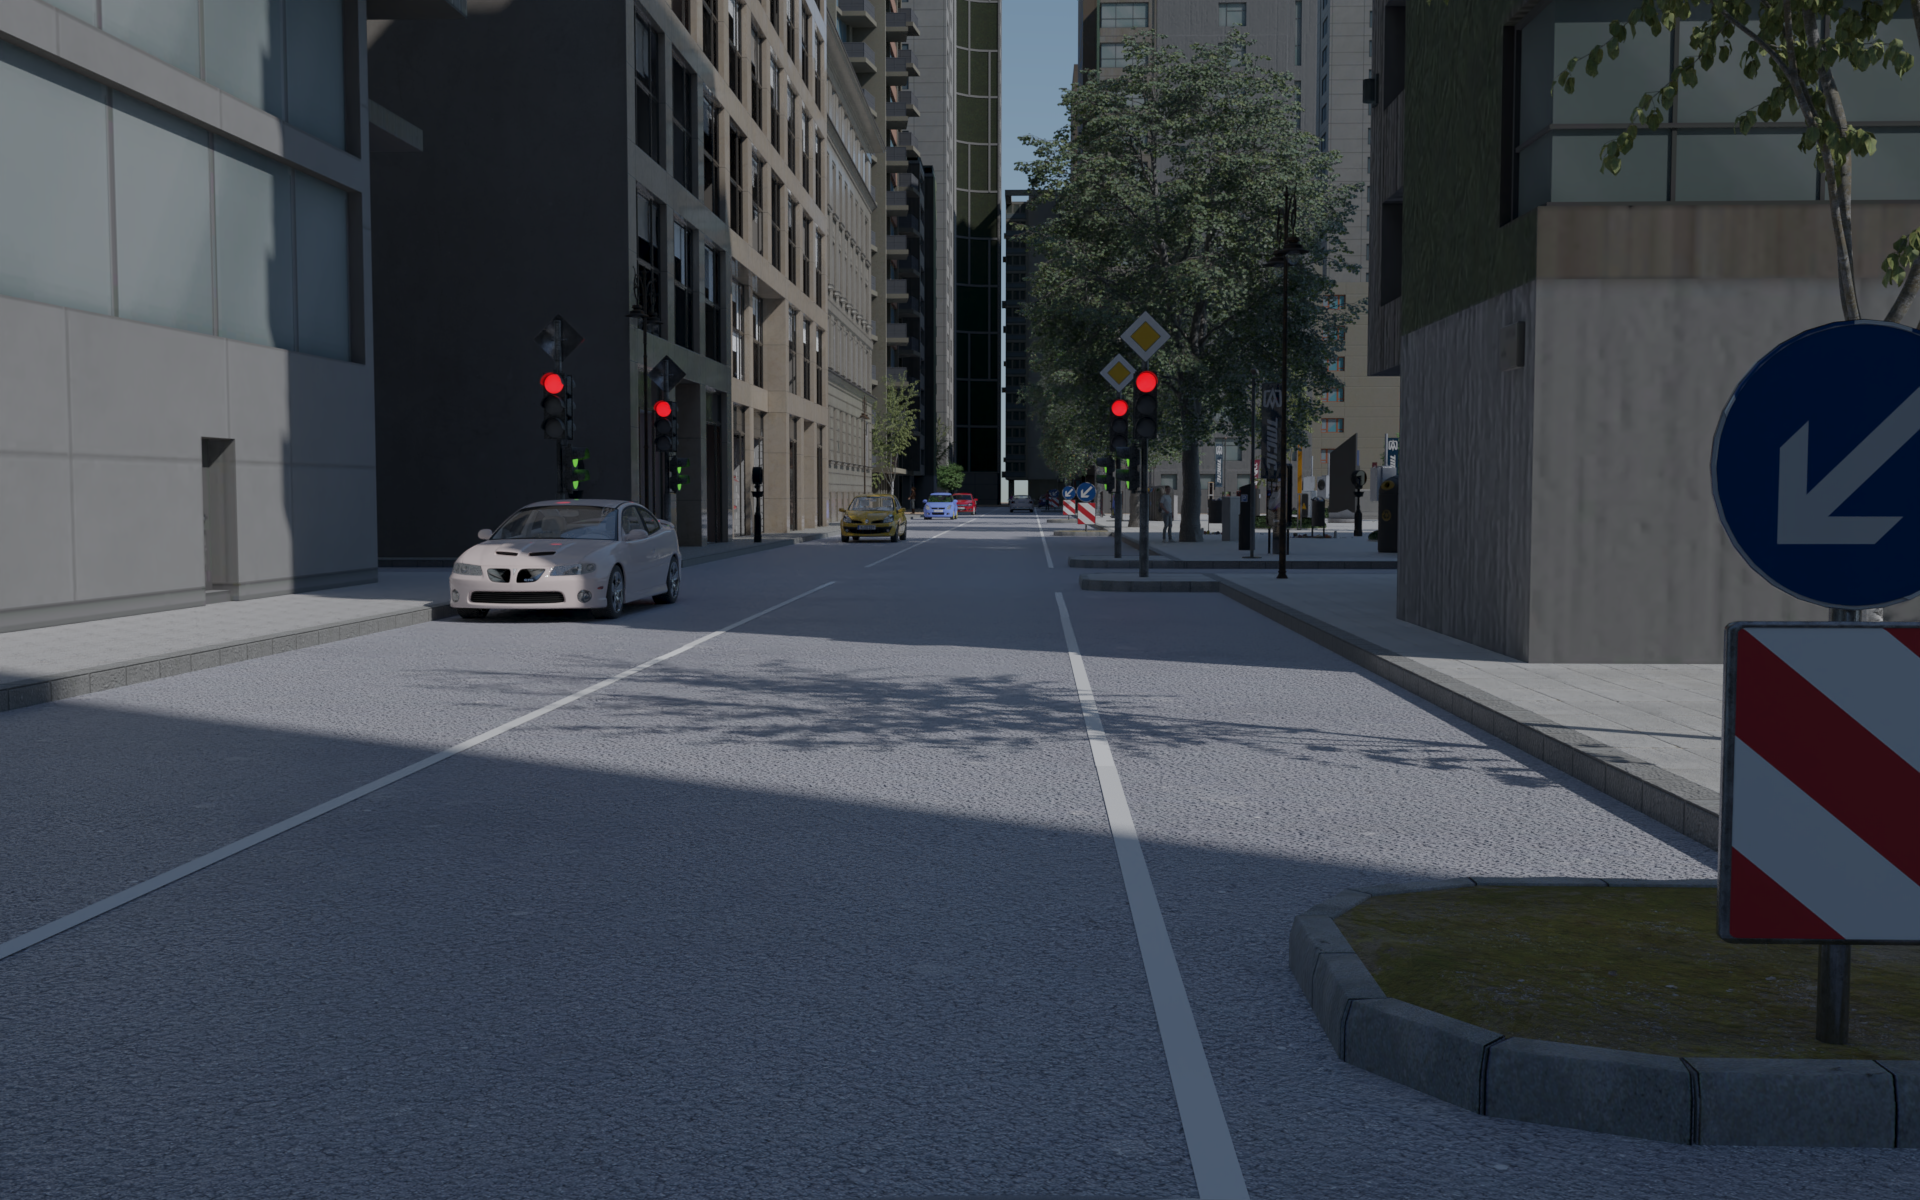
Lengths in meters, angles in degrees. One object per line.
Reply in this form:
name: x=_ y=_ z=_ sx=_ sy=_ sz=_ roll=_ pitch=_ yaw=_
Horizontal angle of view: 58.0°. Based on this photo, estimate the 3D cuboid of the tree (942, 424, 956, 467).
tree: x=-2.531 y=-12.707 z=158.115 sx=4.737 sy=8.622 sz=4.395 roll=0 pitch=3 yaw=0

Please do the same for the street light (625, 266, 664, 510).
street light: x=-6.393 y=-3.820 z=35.251 sx=0.468 sy=5.910 sz=1.993 roll=0 pitch=4 yaw=2

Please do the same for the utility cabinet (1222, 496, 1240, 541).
utility cabinet: x=7.629 y=-2.235 z=47.700 sx=1.020 sy=1.237 sz=0.306 roll=-3 pitch=5 yaw=-45

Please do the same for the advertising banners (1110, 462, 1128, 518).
advertising banners: x=8.477 y=-5.832 z=91.546 sx=0.090 sy=3.025 sz=2.074 roll=-2 pitch=4 yaw=-25

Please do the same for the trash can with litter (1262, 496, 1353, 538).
trash can with litter: x=10.322 y=-2.429 z=50.765 sx=1.678 sy=1.210 sz=2.233 roll=-2 pitch=4 yaw=-29

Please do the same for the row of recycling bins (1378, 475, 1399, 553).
row of recycling bins: x=9.774 y=-1.805 z=36.632 sx=1.069 sy=1.692 sz=3.534 roll=0 pitch=4 yaw=-5

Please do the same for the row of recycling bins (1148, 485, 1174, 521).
row of recycling bins: x=9.554 y=-4.642 z=83.010 sx=1.069 sy=1.692 sz=3.534 roll=0 pitch=4 yaw=-5

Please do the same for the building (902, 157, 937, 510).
building: x=-9.344 y=-22.901 z=146.132 sx=14.160 sy=30.474 sz=14.107 roll=0 pitch=4 yaw=2

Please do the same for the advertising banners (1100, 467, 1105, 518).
advertising banners: x=7.788 y=-6.038 z=94.902 sx=0.090 sy=3.025 sz=2.074 roll=0 pitch=4 yaw=0

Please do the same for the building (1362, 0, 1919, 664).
building: x=11.599 y=-15.109 z=18.731 sx=14.160 sy=30.474 sz=14.107 roll=0 pitch=4 yaw=2

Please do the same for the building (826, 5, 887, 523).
building: x=-12.791 y=-15.305 z=83.526 sx=16.112 sy=22.955 sz=30.059 roll=0 pitch=4 yaw=2

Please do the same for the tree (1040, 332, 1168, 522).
tree: x=7.304 y=-9.493 z=80.972 sx=9.928 sy=11.665 sz=9.643 roll=0 pitch=3 yaw=0

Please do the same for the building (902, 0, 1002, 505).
building: x=-5.551 y=-46.738 z=202.420 sx=20.611 sy=71.187 sz=20.563 roll=0 pitch=4 yaw=2

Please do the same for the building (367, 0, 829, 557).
building: x=-15.505 y=-15.103 z=51.458 sx=19.350 sy=26.468 sz=34.151 roll=0 pitch=4 yaw=2

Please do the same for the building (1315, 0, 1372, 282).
building: x=45.404 y=-44.945 z=173.101 sx=20.611 sy=71.187 sz=20.563 roll=0 pitch=4 yaw=2

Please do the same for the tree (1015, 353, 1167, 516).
tree: x=8.083 y=-11.288 z=101.568 sx=9.611 sy=12.733 sz=9.660 roll=0 pitch=3 yaw=0

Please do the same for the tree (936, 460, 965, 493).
tree: x=-1.037 y=-10.987 z=163.354 sx=4.285 sy=4.588 sz=4.351 roll=0 pitch=3 yaw=0

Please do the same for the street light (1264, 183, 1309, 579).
street light: x=4.897 y=-3.263 z=26.138 sx=0.468 sy=5.910 sz=1.993 roll=0 pitch=4 yaw=2

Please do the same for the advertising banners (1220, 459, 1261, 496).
advertising banners: x=14.112 y=-5.563 z=87.144 sx=2.074 sy=3.025 sz=0.090 roll=0 pitch=4 yaw=-8

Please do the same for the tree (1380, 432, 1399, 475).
tree: x=21.482 y=-6.035 z=82.389 sx=4.285 sy=4.588 sz=4.351 roll=0 pitch=3 yaw=0

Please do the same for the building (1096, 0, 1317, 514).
building: x=16.272 y=-26.589 z=118.324 sx=14.154 sy=41.232 sz=14.086 roll=0 pitch=4 yaw=2

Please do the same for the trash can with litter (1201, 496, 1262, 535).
trash can with litter: x=8.498 y=-2.682 z=54.905 sx=2.233 sy=1.210 sz=1.678 roll=1 pitch=4 yaw=19

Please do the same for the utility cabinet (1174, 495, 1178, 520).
utility cabinet: x=10.453 y=-4.638 z=86.987 sx=1.020 sy=1.237 sz=0.306 roll=-2 pitch=4 yaw=-32

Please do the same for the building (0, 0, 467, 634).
building: x=-21.125 y=-25.915 z=12.958 sx=27.495 sy=52.752 sz=28.713 roll=0 pitch=4 yaw=2

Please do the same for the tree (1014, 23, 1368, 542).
tree: x=6.108 y=-8.534 z=46.189 sx=9.857 sy=13.997 sz=8.962 roll=0 pitch=3 yaw=0

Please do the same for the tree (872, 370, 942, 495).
tree: x=-4.176 y=-9.342 z=103.110 sx=4.737 sy=8.622 sz=4.395 roll=0 pitch=3 yaw=0

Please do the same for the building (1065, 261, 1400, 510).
building: x=23.616 y=-19.035 z=156.265 sx=27.650 sy=21.520 sz=28.899 roll=0 pitch=4 yaw=2

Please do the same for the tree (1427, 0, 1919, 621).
tree: x=4.318 y=-3.545 z=8.327 sx=4.737 sy=8.622 sz=4.395 roll=0 pitch=3 yaw=0

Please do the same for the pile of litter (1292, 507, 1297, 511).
pile of litter: x=20.602 y=-5.794 z=108.693 sx=1.719 sy=0.858 sz=1.176 roll=2 pitch=4 yaw=24

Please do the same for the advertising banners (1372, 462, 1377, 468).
advertising banners: x=22.477 y=-6.086 z=95.698 sx=0.090 sy=3.025 sz=2.074 roll=-1 pitch=4 yaw=-18

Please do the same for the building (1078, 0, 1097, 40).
building: x=16.085 y=-29.529 z=132.907 sx=14.600 sy=45.320 sz=14.200 roll=0 pitch=4 yaw=2

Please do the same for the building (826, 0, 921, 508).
building: x=-14.374 y=-28.735 z=124.436 sx=22.147 sy=44.769 sz=28.867 roll=0 pitch=4 yaw=2

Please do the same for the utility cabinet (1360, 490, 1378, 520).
utility cabinet: x=20.438 y=-4.729 z=85.996 sx=1.173 sy=1.500 sz=0.318 roll=1 pitch=4 yaw=22

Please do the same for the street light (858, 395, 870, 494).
street light: x=-4.464 y=-6.626 z=81.118 sx=0.468 sy=5.910 sz=1.993 roll=0 pitch=4 yaw=2
